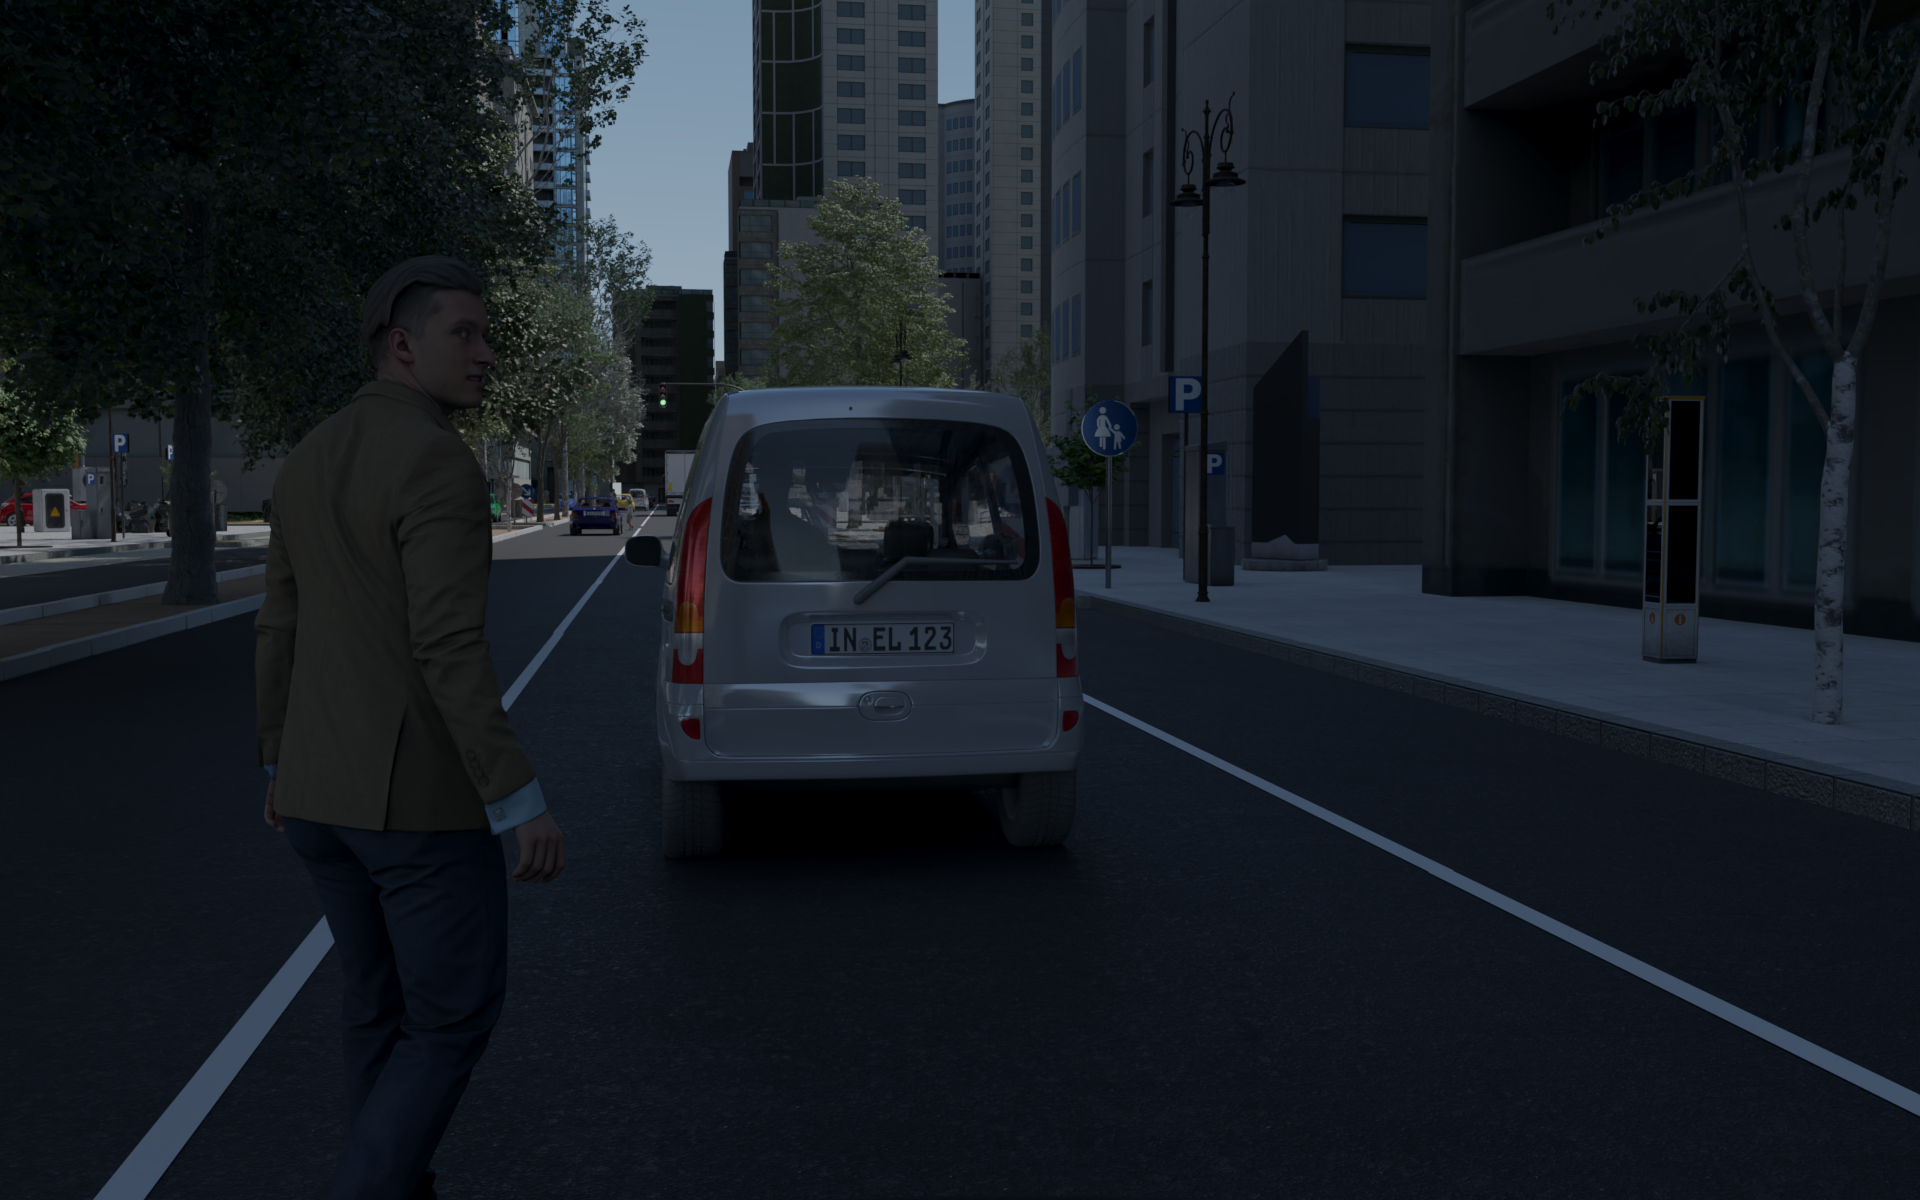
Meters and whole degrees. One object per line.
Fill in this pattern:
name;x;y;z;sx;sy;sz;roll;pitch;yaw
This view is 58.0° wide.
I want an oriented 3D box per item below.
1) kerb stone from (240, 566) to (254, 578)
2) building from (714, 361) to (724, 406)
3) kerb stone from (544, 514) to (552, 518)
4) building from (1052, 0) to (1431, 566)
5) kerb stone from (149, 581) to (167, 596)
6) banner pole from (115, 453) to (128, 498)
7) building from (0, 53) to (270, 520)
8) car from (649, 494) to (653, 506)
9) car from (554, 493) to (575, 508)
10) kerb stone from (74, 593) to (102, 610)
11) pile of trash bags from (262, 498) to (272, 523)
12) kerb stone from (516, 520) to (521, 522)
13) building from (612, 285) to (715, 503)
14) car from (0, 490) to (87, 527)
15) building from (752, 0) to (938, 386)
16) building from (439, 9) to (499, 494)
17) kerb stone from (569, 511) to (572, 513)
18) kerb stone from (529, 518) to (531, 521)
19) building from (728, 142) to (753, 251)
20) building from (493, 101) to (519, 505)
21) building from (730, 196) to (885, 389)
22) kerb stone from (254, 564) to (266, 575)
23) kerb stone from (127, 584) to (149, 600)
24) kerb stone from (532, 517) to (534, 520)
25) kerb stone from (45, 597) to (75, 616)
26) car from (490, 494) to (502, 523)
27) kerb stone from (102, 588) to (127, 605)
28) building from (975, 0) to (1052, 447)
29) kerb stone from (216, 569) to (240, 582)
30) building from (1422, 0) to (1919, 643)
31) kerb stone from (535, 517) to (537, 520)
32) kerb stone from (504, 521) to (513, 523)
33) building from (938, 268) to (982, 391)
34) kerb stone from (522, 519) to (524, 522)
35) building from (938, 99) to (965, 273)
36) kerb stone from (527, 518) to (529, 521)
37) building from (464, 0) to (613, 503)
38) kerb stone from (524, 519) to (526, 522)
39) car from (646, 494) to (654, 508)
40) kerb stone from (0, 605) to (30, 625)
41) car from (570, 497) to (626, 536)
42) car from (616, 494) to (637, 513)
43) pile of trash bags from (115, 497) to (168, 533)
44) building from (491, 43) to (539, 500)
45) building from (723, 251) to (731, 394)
kerb stone;-12.316;-0.457;29.674;0.120;0.150;1.000;-1;4;-10
building;-21.212;-25.027;254.226;28.899;21.520;27.650;-1;4;-10
kerb stone;-25.254;-5.126;106.013;0.120;0.150;1.000;-1;4;-10
building;13.063;-30.736;44.530;21.231;58.520;28.212;-1;4;-10
kerb stone;-11.462;-0.147;24.604;0.120;0.150;1.000;-1;4;-10
banner pole;-37.640;-5.362;77.681;0.863;3.779;0.401;1;4;21
building;-46.122;-30.987;95.876;28.713;52.752;27.495;-1;4;-10
car;-39.029;-12.643;215.506;1.959;1.807;4.718;0;4;-8
car;-36.710;-9.265;161.078;1.945;1.707;3.694;-1;4;-11
kerb stone;-10.947;0.038;21.573;0.120;0.150;1.000;-1;4;-10
pile of trash bags;-30.833;-4.239;79.058;1.912;1.369;3.447;-1;4;-20
kerb stone;-21.480;-3.765;83.759;0.120;0.150;1.000;-1;4;-10
building;-41.566;-28.829;243.050;14.107;30.474;14.160;-1;4;-10
car;-36.459;-3.744;70.255;4.494;1.783;2.155;-1;4;-8
building;-14.062;-45.952;189.568;20.563;71.187;20.611;-1;4;-10
building;-49.793;-30.972;156.496;14.600;45.320;14.200;-1;4;-10
kerb stone;-30.047;-6.858;134.318;0.120;0.150;1.000;-1;4;-10
kerb stone;-22.504;-4.137;89.835;0.120;0.150;1.000;-1;4;-10
building;-22.304;-34.942;221.414;14.600;45.320;14.200;-1;4;-10
building;-58.512;-34.145;177.873;23.786;49.044;30.456;-1;4;-10
building;-15.107;-24.516;172.536;14.160;30.474;14.107;-1;4;-10
kerb stone;-12.491;-0.519;30.689;0.120;0.150;1.000;-1;4;-10
kerb stone;-11.290;-0.083;23.595;0.120;0.150;1.000;-1;4;-10
kerb stone;-22.847;-4.259;91.854;0.120;0.150;1.000;-1;4;-10
kerb stone;-10.770;0.104;20.567;0.120;0.150;1.000;-1;4;-10
car;-24.324;-4.847;88.046;1.959;1.807;4.718;-1;4;-11
kerb stone;-11.110;-0.023;22.582;0.120;0.150;1.000;-1;4;-10
building;12.276;-48.095;224.598;20.611;71.187;20.563;-1;4;-10
kerb stone;-12.142;-0.395;28.657;0.120;0.150;1.000;-1;4;-10
building;18.233;-23.773;12.395;21.300;48.544;21.600;-1;4;-10
kerb stone;-23.189;-4.383;93.875;0.120;0.150;1.000;-1;4;-10
kerb stone;-20.788;-3.518;79.713;0.120;0.150;1.000;-1;4;-10
building;-5.215;-27.735;225.168;14.107;30.474;14.160;-1;4;-10
kerb stone;-21.821;-3.889;85.784;0.120;0.150;1.000;-1;4;-10
building;8.854;-43.557;254.150;28.212;58.520;21.231;-1;4;-10
kerb stone;-22.330;-4.075;88.823;0.120;0.150;1.000;-1;4;-10
building;-64.876;-56.830;241.846;31.000;86.520;22.319;-1;4;-10
kerb stone;-21.989;-3.951;86.793;0.120;0.150;1.000;-1;4;-10
car;-32.668;-10.209;178.721;2.131;1.459;4.920;-1;4;-9
kerb stone;-10.606;0.162;19.556;0.120;0.150;1.000;-1;4;-10
car;-12.815;-2.971;61.152;1.945;1.354;3.894;-1;4;-9
car;-26.251;-7.637;135.089;2.015;1.641;3.980;-1;4;-9
pile of trash bags;-26.889;-2.941;57.846;1.912;1.369;3.447;1;4;18
building;-65.171;-37.805;207.347;27.495;52.752;28.713;-1;4;-10
building;-21.287;-26.666;207.685;14.160;30.474;14.107;-1;4;-10
